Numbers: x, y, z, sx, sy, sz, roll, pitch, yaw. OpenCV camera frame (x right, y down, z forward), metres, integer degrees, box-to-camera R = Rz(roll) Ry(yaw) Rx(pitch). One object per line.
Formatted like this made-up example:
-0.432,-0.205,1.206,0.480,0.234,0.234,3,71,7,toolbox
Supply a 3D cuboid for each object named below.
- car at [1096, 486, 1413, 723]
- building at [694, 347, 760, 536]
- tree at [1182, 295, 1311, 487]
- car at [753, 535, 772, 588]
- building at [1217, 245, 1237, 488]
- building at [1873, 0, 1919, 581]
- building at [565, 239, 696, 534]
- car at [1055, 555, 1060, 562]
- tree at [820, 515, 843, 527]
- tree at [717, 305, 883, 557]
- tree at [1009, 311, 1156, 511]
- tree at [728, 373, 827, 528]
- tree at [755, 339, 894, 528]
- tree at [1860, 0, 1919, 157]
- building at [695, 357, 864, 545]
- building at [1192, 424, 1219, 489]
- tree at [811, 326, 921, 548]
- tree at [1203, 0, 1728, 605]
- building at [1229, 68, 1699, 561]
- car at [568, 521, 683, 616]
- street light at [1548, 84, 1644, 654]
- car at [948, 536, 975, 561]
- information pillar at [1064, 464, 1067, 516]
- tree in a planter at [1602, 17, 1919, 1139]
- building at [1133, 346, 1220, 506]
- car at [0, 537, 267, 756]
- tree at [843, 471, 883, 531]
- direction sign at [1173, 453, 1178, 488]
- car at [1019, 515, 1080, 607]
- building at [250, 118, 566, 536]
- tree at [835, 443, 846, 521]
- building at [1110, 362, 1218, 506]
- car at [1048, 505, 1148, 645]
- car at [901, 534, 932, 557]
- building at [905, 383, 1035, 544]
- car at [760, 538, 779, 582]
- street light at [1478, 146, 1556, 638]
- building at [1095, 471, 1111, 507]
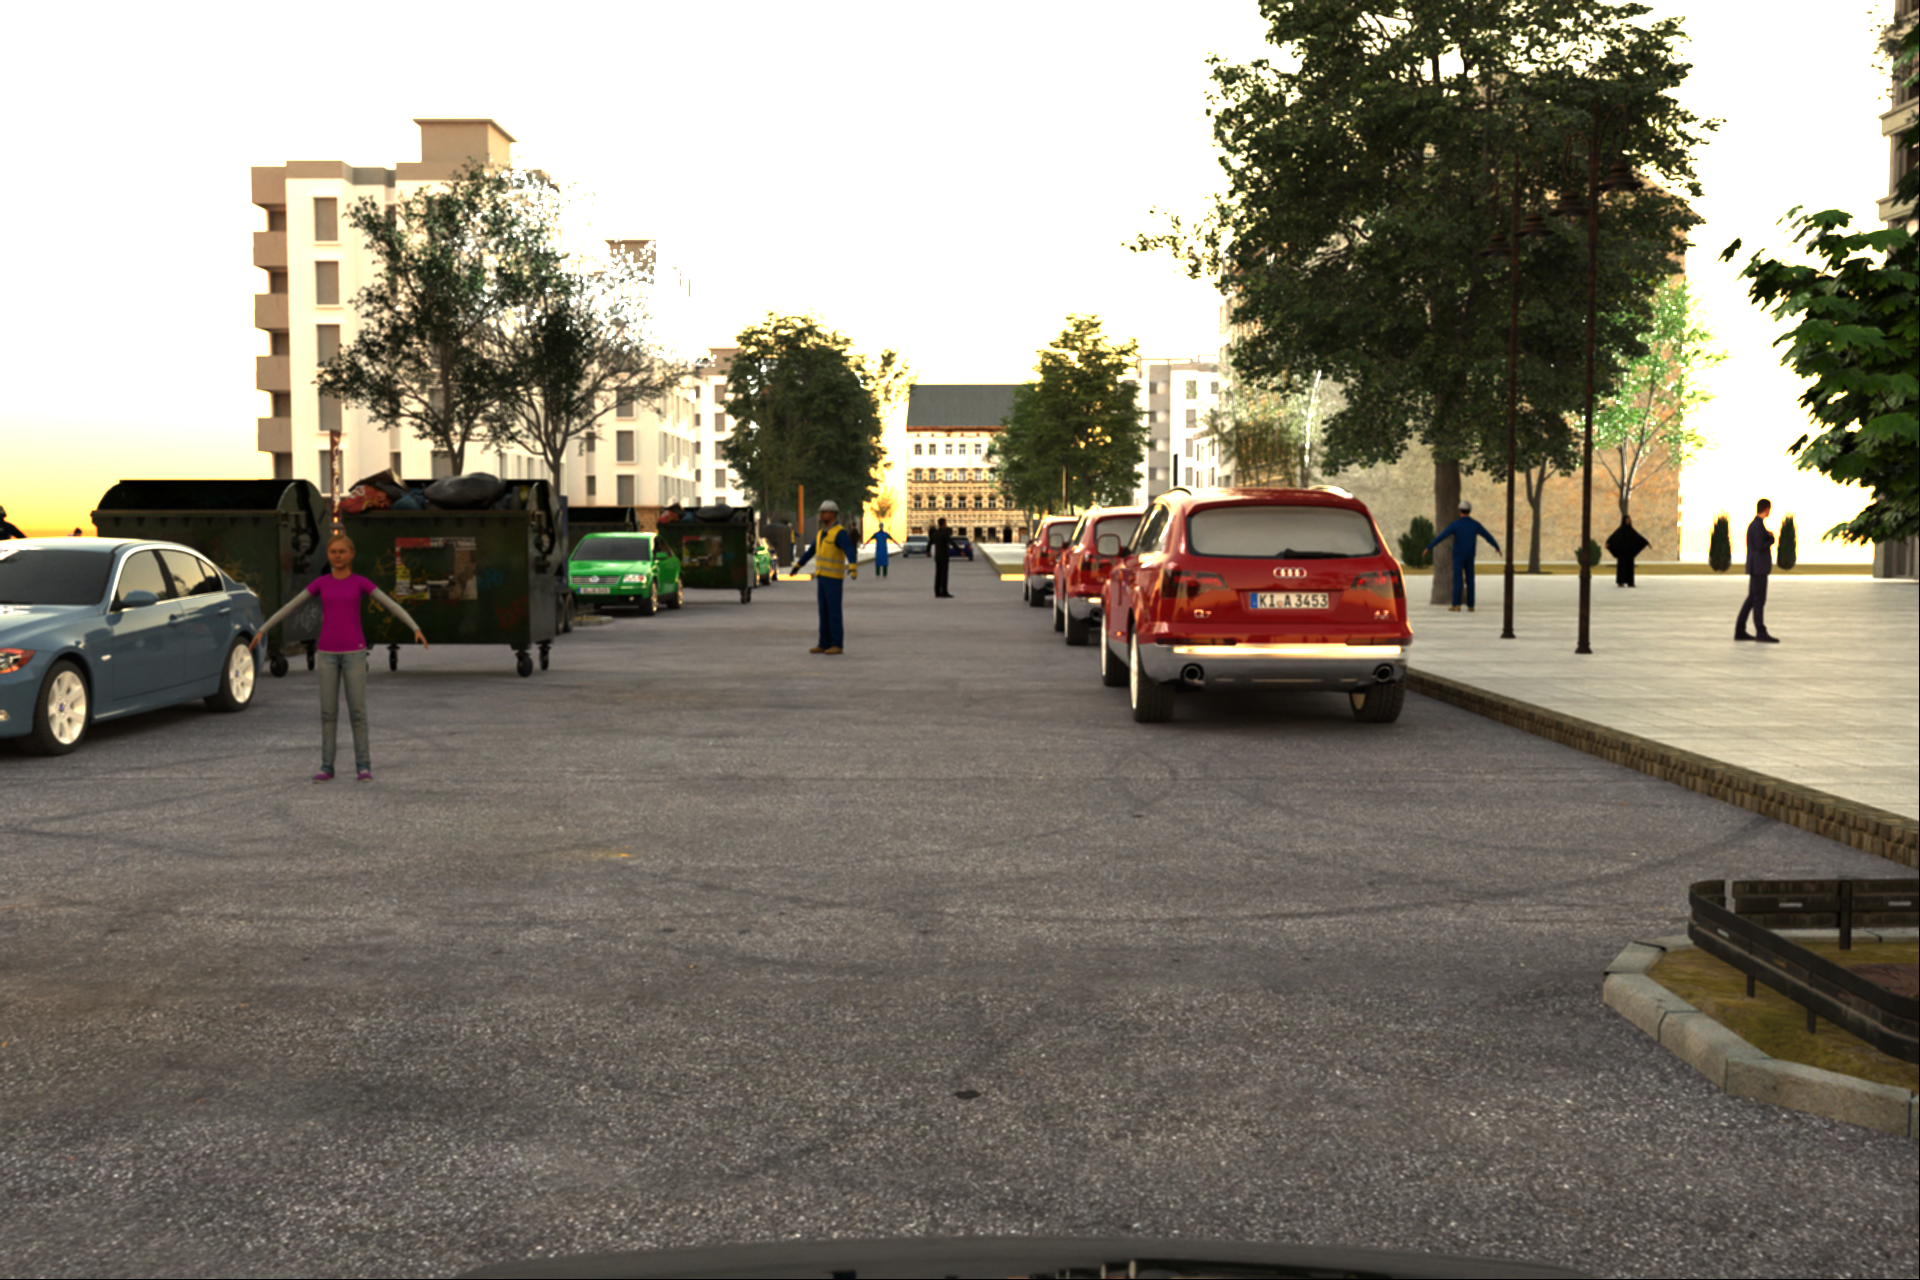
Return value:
2.336,-0.368,14.695,2.281,1.827,5.304,0,4,1,car
-27.062,-19.579,176.535,16.016,20.090,11.380,0,4,1,building
9.029,-6.298,53.337,4.360,8.622,3.978,0,3,0,tree
-6.200,-2.345,47.131,1.959,1.807,4.718,0,4,1,car
22.221,-15.751,113.940,16.016,20.090,11.380,0,4,0,building
28.304,-11.683,37.700,8.464,21.280,15.925,0,4,1,building
-24.248,-15.653,112.352,16.016,20.090,11.380,0,4,1,building
2.718,-1.089,29.605,2.131,1.459,4.920,0,4,0,car
-9.337,-11.353,135.984,4.360,8.622,3.978,0,3,0,tree
-8.864,-11.522,95.046,9.857,13.997,8.962,0,3,0,tree
6.357,-10.451,88.996,7.486,12.596,7.792,0,3,0,tree
-9.043,-7.928,79.986,4.360,8.622,3.978,0,3,0,tree
-8.614,-12.550,111.845,9.857,13.997,8.962,0,3,0,tree
9.233,-6.180,11.409,12.009,13.543,11.850,0,3,0,tree
-26.991,-22.784,216.497,27.936,21.610,32.646,0,4,0,building
24.071,-11.591,131.666,9.099,9.664,28.070,0,4,0,building
-10.845,-18.539,158.994,12.611,20.169,13.585,0,3,0,tree
8.947,-7.620,31.242,9.857,13.997,8.962,0,3,0,tree
25.214,-15.916,91.151,19.493,23.208,18.063,0,4,0,building
-6.220,-1.401,31.697,1.959,1.807,4.718,0,3,0,car
6.707,-2.793,18.449,0.468,5.910,1.993,0,3,0,street light
-0.140,-4.952,93.541,1.945,1.354,3.894,0,3,0,car
3.563,-4.110,58.546,0.183,3.616,0.504,0,4,-1,information pillar
2.961,-0.465,4.825,1.991,3.239,1.994,0,4,0,tree in a planter
23.474,-19.939,182.424,16.016,20.090,11.380,0,4,0,building
-6.648,-0.043,12.704,2.014,1.417,4.499,0,3,0,car
-9.223,-12.007,146.671,4.360,8.622,3.978,0,3,0,tree
6.074,-3.480,48.898,0.379,3.537,0.876,0,3,0,direction sign
2.376,-1.649,35.640,2.281,1.827,5.304,0,4,0,car
-26.208,-13.687,80.196,16.016,20.090,11.380,0,3,0,building
-9.567,-10.884,128.321,4.360,8.622,3.978,0,3,0,tree
22.416,-20.942,198.828,16.016,20.090,11.380,0,4,0,building
2.378,-0.928,23.842,2.281,1.827,5.304,0,4,1,car
-2.646,-5.880,108.143,2.014,1.417,4.499,0,3,0,car
1.761,-25.550,251.131,18.063,23.208,19.493,0,4,2,building
-6.509,-2.438,52.448,1.945,1.354,3.894,0,3,0,car
6.763,-2.961,21.196,0.468,5.910,1.993,0,4,0,street light
23.162,-17.559,229.233,9.099,9.664,28.070,0,4,1,building
